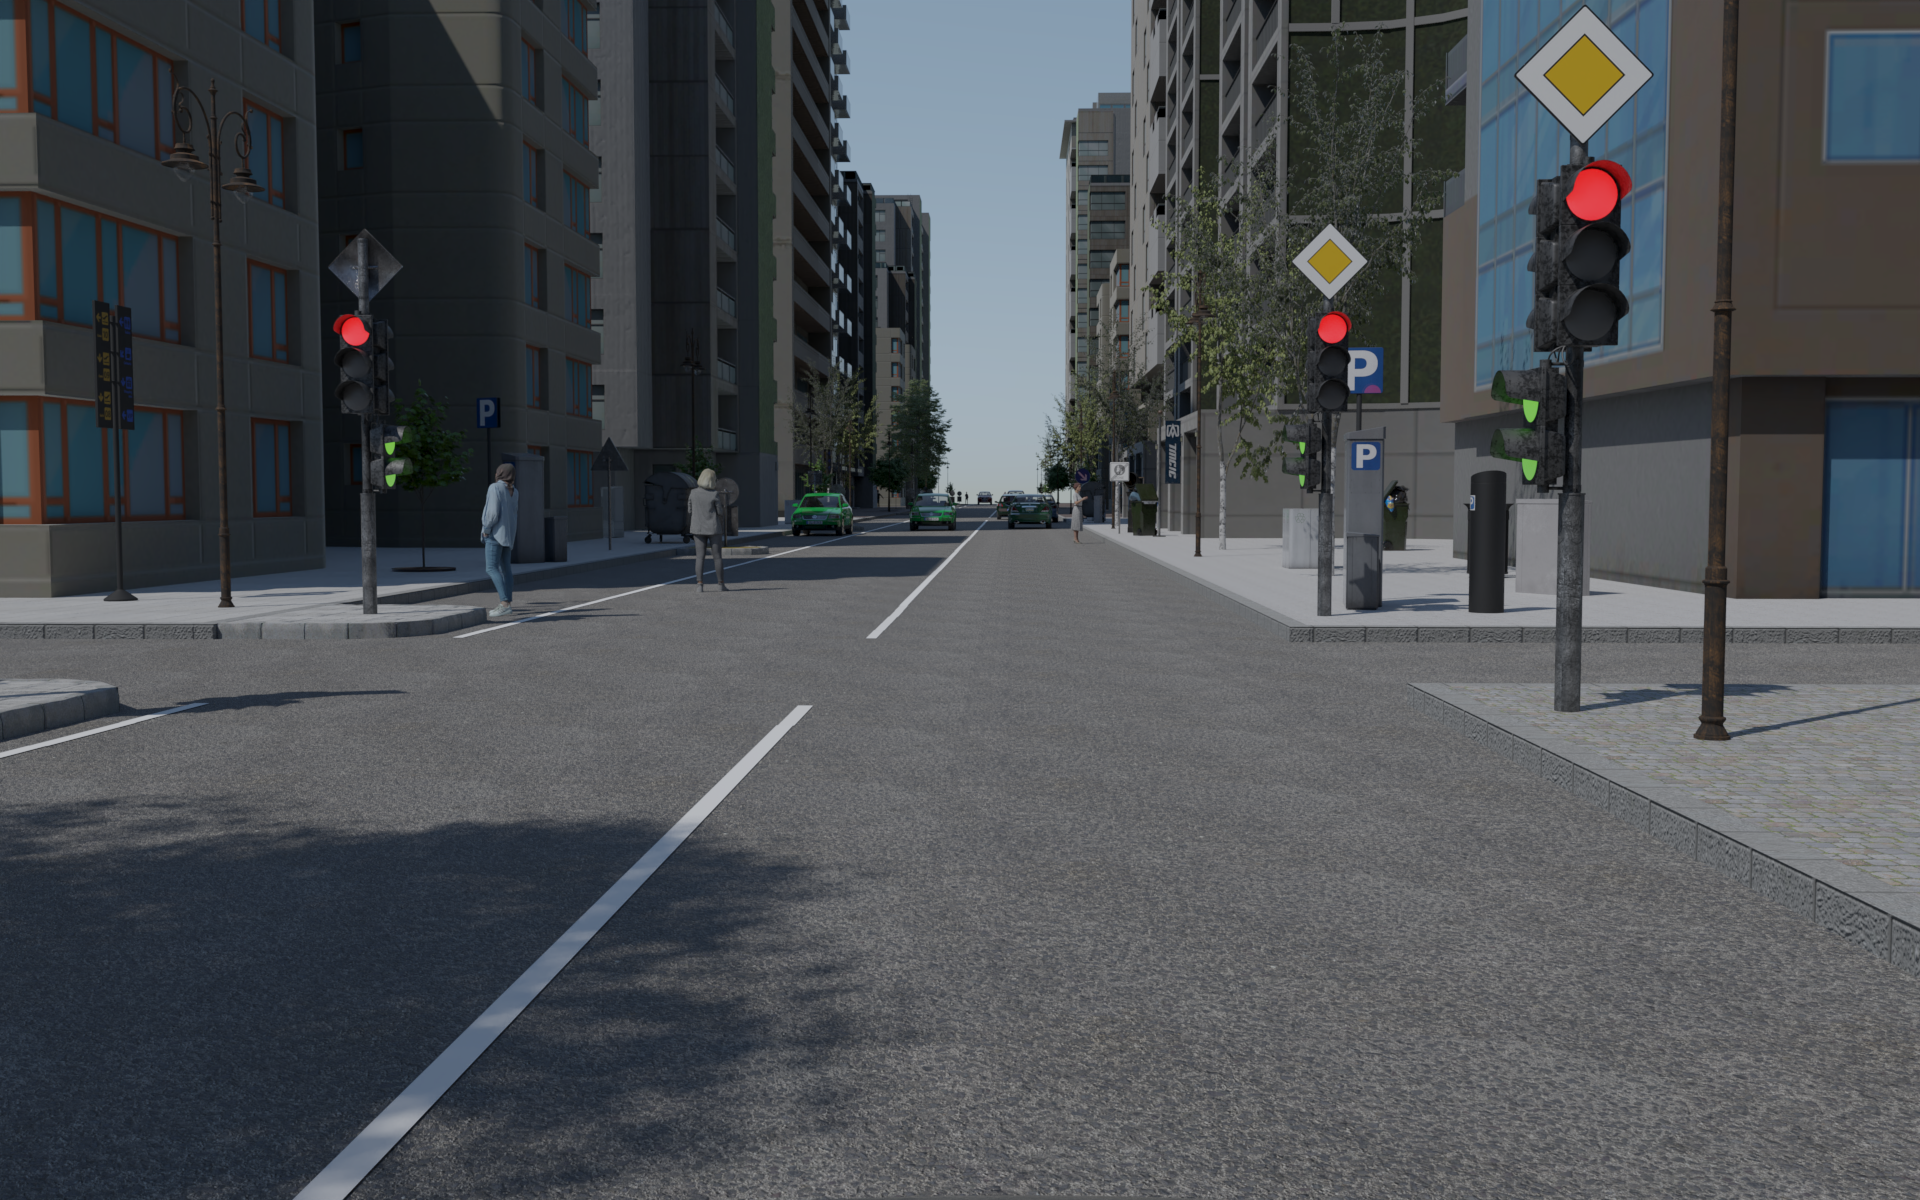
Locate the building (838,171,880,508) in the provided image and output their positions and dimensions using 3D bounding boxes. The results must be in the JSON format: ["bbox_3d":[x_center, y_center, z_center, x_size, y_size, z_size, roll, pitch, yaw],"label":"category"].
[{"bbox_3d":[-14.973,-23.407,154.408,14.160,30.474,14.107,0,4,2],"label":"building"}]

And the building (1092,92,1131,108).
[{"bbox_3d":[25.490,-36.047,208.980,23.786,49.044,30.456,0,4,2],"label":"building"}]

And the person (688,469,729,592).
[{"bbox_3d":[-3.722,-1.027,25.467,0.537,1.800,0.526,1,4,22],"label":"person"}]

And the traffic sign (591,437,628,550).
[{"bbox_3d":[-7.998,-2.416,39.512,0.884,2.594,0.081,0,4,6],"label":"traffic sign"}]

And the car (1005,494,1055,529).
[{"bbox_3d":[2.944,-3.726,72.713,2.131,1.459,4.920,0,4,3],"label":"car"}]

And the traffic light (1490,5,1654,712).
[{"bbox_3d":[3.574,-1.297,10.135,0.839,4.253,0.868,0,4,2],"label":"traffic light"}]

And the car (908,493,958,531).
[{"bbox_3d":[-1.064,-3.675,68.882,1.959,1.807,4.718,0,4,1],"label":"car"}]

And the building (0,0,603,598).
[{"bbox_3d":[-24.597,-11.652,35.557,27.650,21.520,28.899,0,4,2],"label":"building"}]

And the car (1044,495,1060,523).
[{"bbox_3d":[4.115,-4.673,88.405,2.014,1.417,4.499,0,4,1],"label":"car"}]

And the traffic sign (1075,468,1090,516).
[{"bbox_3d":[6.082,-5.256,86.041,0.768,2.556,0.104,0,4,3],"label":"traffic sign"}]

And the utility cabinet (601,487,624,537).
[{"bbox_3d":[-10.243,-2.587,50.972,0.318,1.500,1.173,-2,4,-30],"label":"utility cabinet"}]

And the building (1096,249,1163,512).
[{"bbox_3d":[25.287,-17.817,136.339,27.650,21.520,28.899,0,4,2],"label":"building"}]

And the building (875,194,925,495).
[{"bbox_3d":[-12.421,-33.437,230.285,14.154,41.232,14.086,0,4,2],"label":"building"}]

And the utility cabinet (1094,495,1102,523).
[{"bbox_3d":[6.116,-4.014,76.792,0.306,1.237,1.020,1,4,10],"label":"utility cabinet"}]

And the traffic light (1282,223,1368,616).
[{"bbox_3d":[3.816,-1.786,18.116,0.839,4.253,0.868,0,4,2],"label":"traffic light"}]

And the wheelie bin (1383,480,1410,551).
[{"bbox_3d":[9.843,-1.921,39.317,0.693,1.594,0.980,0,4,4],"label":"wheelie bin"}]

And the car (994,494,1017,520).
[{"bbox_3d":[2.947,-5.391,97.931,2.009,1.686,4.222,0,4,2],"label":"car"}]

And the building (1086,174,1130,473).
[{"bbox_3d":[18.592,-23.682,158.898,14.160,30.474,14.107,0,4,2],"label":"building"}]

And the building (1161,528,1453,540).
[{"bbox_3d":[17.268,-37.558,52.323,20.563,71.187,20.611,0,4,2],"label":"building"}]

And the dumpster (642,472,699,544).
[{"bbox_3d":[-7.560,-2.427,45.442,1.264,1.857,1.865,0,4,2],"label":"dumpster"}]

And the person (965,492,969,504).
[{"bbox_3d":[0.965,-14.064,238.983,0.617,1.759,0.750,-1,4,-16],"label":"person"}]

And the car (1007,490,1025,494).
[{"bbox_3d":[5.208,-9.381,162.047,2.281,1.827,5.304,0,4,1],"label":"car"}]

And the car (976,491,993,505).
[{"bbox_3d":[3.362,-13.835,234.879,2.281,1.827,5.304,0,4,1],"label":"car"}]

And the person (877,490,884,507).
[{"bbox_3d":[-8.250,-10.117,173.548,1.348,1.869,0.705,-1,4,-23],"label":"person"}]

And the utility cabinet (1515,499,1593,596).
[{"bbox_3d":[7.598,-0.674,22.182,0.306,1.237,1.020,-2,4,-26],"label":"utility cabinet"}]

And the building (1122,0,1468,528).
[{"bbox_3d":[18.683,-39.325,81.209,20.563,71.187,20.611,0,4,2],"label":"building"}]

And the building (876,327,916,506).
[{"bbox_3d":[-19.614,-21.415,195.181,27.650,21.520,28.899,0,4,2],"label":"building"}]

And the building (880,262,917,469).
[{"bbox_3d":[-12.775,-27.198,216.394,14.160,30.474,14.107,0,4,2],"label":"building"}]

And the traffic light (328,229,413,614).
[{"bbox_3d":[-6.291,-1.803,18.406,0.839,4.253,0.868,0,4,2],"label":"traffic light"}]

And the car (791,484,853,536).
[{"bbox_3d":[-4.807,-3.178,60.748,1.959,1.807,4.718,0,4,3],"label":"car"}]

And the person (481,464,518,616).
[{"bbox_3d":[-5.431,-0.720,20.539,0.793,1.790,0.793,-1,4,-16],"label":"person"}]

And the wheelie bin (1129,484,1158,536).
[{"bbox_3d":[5.637,-2.775,53.276,0.980,1.594,0.693,-2,4,-27],"label":"wheelie bin"}]

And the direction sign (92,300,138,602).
[{"bbox_3d":[-10.097,-1.757,20.730,0.379,3.537,0.876,0,4,1],"label":"direction sign"}]

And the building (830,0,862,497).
[{"bbox_3d":[-20.127,-31.323,131.747,23.786,49.044,30.456,0,4,2],"label":"building"}]

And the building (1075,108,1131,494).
[{"bbox_3d":[19.432,-30.771,186.702,14.154,41.232,14.086,0,4,2],"label":"building"}]

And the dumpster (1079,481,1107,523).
[{"bbox_3d":[6.026,-4.465,78.766,1.264,1.857,1.865,0,4,2],"label":"dumpster"}]

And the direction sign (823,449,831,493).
[{"bbox_3d":[-6.728,-5.847,87.593,0.379,3.537,0.876,1,4,18],"label":"direction sign"}]

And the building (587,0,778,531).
[{"bbox_3d":[-14.777,-23.273,64.109,14.154,41.232,14.086,0,4,2],"label":"building"}]

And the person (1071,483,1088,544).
[{"bbox_3d":[3.467,-2.503,49.987,0.524,1.755,0.480,1,4,17],"label":"person"}]

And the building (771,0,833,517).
[{"bbox_3d":[-19.535,-29.434,104.948,21.300,48.544,21.600,0,4,2],"label":"building"}]

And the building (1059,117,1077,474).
[{"bbox_3d":[28.281,-39.664,237.739,28.713,52.752,27.495,0,4,2],"label":"building"}]

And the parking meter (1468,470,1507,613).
[{"bbox_3d":[5.705,-0.631,18.734,0.372,1.533,0.369,0,3,0],"label":"parking meter"}]

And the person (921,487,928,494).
[{"bbox_3d":[-1.685,-4.528,82.874,0.623,1.781,0.721,-2,4,-27],"label":"person"}]

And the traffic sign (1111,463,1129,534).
[{"bbox_3d":[5.141,-3.284,55.827,0.606,2.300,0.079,0,4,8],"label":"traffic sign"}]

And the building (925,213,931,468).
[{"bbox_3d":[-11.468,-34.324,244.790,14.154,41.232,14.086,0,4,2],"label":"building"}]

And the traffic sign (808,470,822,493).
[{"bbox_3d":[-6.287,-4.462,75.088,0.606,2.300,0.079,0,4,4],"label":"traffic sign"}]

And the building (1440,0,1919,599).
[{"bbox_3d":[16.374,-22.996,26.103,14.200,45.320,14.600,0,4,2],"label":"building"}]

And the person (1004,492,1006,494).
[{"bbox_3d":[5.752,-13.013,221.925,0.551,1.740,0.621,-2,4,-26],"label":"person"}]

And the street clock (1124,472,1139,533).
[{"bbox_3d":[5.673,-3.233,57.435,0.471,2.002,0.358,1,4,23],"label":"street clock"}]

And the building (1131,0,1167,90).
[{"bbox_3d":[24.869,-31.682,107.241,28.713,52.752,27.495,0,4,2],"label":"building"}]
